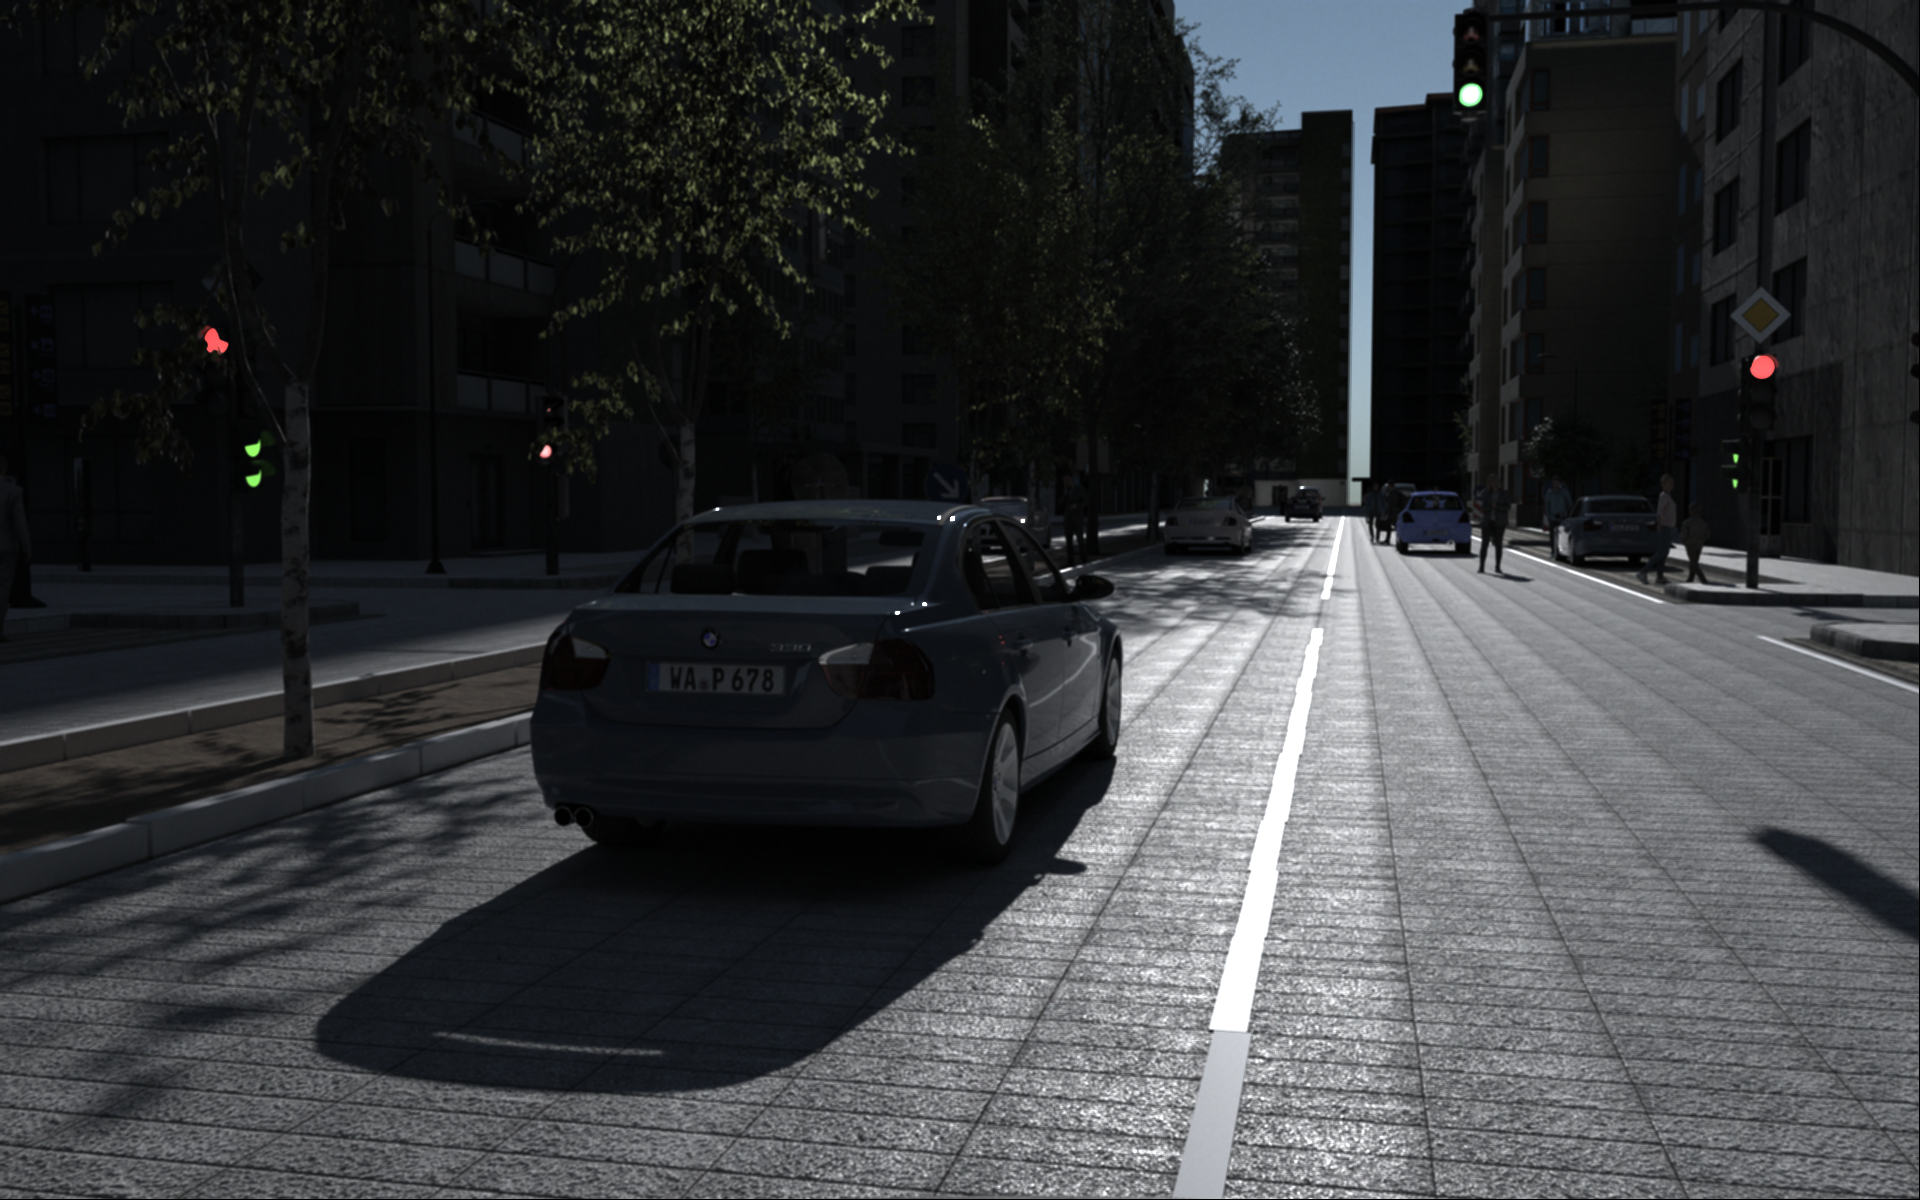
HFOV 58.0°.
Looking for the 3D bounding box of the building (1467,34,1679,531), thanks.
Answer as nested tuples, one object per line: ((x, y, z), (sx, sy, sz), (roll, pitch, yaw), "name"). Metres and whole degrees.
((38.228, -14.224, 77.601), (27.650, 21.520, 28.899), (1, 4, 13), "building")

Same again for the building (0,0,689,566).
((-14.939, -21.556, 36.034), (14.154, 41.232, 14.086), (1, 4, 13), "building")

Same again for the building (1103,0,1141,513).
((2.742, -42.106, 126.686), (20.563, 71.187, 20.611), (1, 4, 13), "building")

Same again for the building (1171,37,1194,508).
((14.922, -31.715, 168.645), (14.200, 45.320, 14.600), (1, 4, 13), "building")

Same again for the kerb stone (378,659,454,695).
((-4.055, 0.577, 12.766), (0.120, 0.150, 1.000), (1, 4, 13), "kerb stone")

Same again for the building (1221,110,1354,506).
((35.519, -30.914, 189.042), (14.086, 41.232, 14.154), (1, 4, 13), "building")

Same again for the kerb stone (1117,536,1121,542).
((4.580, -1.781, 51.316), (0.120, 0.150, 1.000), (1, 4, 13), "kerb stone")

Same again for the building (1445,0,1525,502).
((55.544, -32.520, 151.314), (23.786, 49.044, 30.456), (1, 4, 13), "building")

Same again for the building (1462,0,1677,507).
((48.080, -49.373, 119.912), (22.319, 86.520, 31.000), (1, 4, 13), "building")

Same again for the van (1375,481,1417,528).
((18.019, -3.938, 71.406), (2.013, 2.044, 4.112), (1, 4, 11), "van")

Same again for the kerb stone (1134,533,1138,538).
((5.483, -2.026, 55.315), (0.120, 0.150, 1.000), (1, 4, 13), "kerb stone")

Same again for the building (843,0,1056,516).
((-2.751, -19.840, 96.081), (14.160, 30.474, 14.107), (1, 4, 13), "building")

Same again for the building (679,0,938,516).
((-17.760, -22.781, 64.350), (32.217, 40.220, 23.993), (1, 4, 13), "building")

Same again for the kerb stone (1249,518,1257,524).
((14.702, -3.956, 86.872), (0.120, 0.150, 1.000), (1, 4, 13), "kerb stone")

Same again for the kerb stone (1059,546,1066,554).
((2.333, -1.168, 41.296), (0.120, 0.150, 1.000), (1, 4, 13), "kerb stone")

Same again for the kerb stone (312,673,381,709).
((-4.281, 0.641, 11.769), (0.120, 0.150, 1.000), (1, 4, 13), "kerb stone")

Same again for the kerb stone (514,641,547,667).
((-3.607, 0.455, 14.760), (0.120, 0.150, 1.000), (1, 4, 13), "kerb stone")

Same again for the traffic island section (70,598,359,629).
((-8.234, 0.158, 19.700), (2.009, 0.180, 2.903), (1, 4, 13), "traffic island section")

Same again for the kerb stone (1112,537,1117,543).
((4.363, -1.720, 50.312), (0.120, 0.150, 1.000), (1, 4, 13), "kerb stone")

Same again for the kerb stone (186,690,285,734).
((-4.507, 0.699, 10.772), (0.120, 0.150, 1.000), (1, 4, 13), "kerb stone")

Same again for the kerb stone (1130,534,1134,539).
((5.251, -1.957, 54.320), (0.120, 0.150, 1.000), (1, 4, 13), "kerb stone")

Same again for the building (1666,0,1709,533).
((28.619, -24.326, 47.837), (14.600, 45.320, 14.200), (1, 4, 13), "building")

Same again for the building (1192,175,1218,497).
((18.858, -31.187, 201.786), (23.993, 40.220, 32.217), (1, 4, 13), "building")

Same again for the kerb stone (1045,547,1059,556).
((2.107, -1.103, 40.299), (0.120, 0.150, 1.000), (1, 4, 13), "kerb stone")

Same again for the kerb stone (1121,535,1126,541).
((4.807, -1.841, 52.318), (0.120, 0.150, 1.000), (1, 4, 13), "kerb stone")

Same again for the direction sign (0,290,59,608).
((-10.541, -1.681, 19.486), (0.379, 3.537, 0.876), (2, 4, 26), "direction sign")

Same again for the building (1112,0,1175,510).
((6.566, -32.105, 148.619), (21.300, 48.544, 21.600), (1, 4, 13), "building")

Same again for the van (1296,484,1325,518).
((21.086, -5.983, 104.837), (2.013, 2.044, 4.112), (1, 4, 11), "van")

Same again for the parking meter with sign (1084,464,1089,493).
((7.521, -6.307, 99.375), (0.543, 3.016, 1.738), (0, 4, -4), "parking meter with sign")

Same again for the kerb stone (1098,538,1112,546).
((4.130, -1.655, 49.317), (0.120, 0.150, 1.000), (1, 4, 13), "kerb stone")

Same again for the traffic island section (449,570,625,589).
((-6.488, -0.319, 27.493), (2.009, 0.180, 2.903), (1, 4, 13), "traffic island section")

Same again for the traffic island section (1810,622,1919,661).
((9.078, 0.395, 15.830), (2.009, 0.180, 2.903), (1, 4, 13), "traffic island section")

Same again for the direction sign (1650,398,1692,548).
((16.860, -3.006, 41.149), (0.876, 3.537, 0.379), (2, 4, 28), "direction sign")

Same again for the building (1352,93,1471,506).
((57.607, -32.621, 187.973), (28.867, 44.769, 22.147), (1, 4, 13), "building")

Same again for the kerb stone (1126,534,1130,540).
((5.030, -1.903, 53.315), (0.120, 0.150, 1.000), (1, 4, 13), "kerb stone")

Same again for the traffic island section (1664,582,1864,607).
((10.824, -0.082, 23.622), (2.009, 0.180, 2.903), (1, 4, 13), "traffic island section")

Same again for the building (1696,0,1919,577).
((26.617, -36.208, 30.257), (20.611, 71.187, 20.563), (1, 4, 13), "building")

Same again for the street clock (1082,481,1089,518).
((6.915, -5.509, 94.645), (0.471, 2.002, 0.358), (-2, 4, -31), "street clock")

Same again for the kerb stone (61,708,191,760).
((-4.732, 0.760, 9.770), (0.120, 0.150, 1.000), (1, 4, 13), "kerb stone")

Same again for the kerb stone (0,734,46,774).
((-4.955, 0.821, 8.772), (0.120, 0.150, 1.000), (1, 4, 13), "kerb stone")

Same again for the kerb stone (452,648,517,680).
((-3.828, 0.518, 13.762), (0.120, 0.150, 1.000), (1, 4, 13), "kerb stone")

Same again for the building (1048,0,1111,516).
((1.677, -28.083, 109.275), (14.600, 45.320, 14.200), (1, 4, 13), "building")

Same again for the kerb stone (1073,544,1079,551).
((2.779, -1.291, 43.305), (0.120, 0.150, 1.000), (1, 4, 13), "kerb stone")
